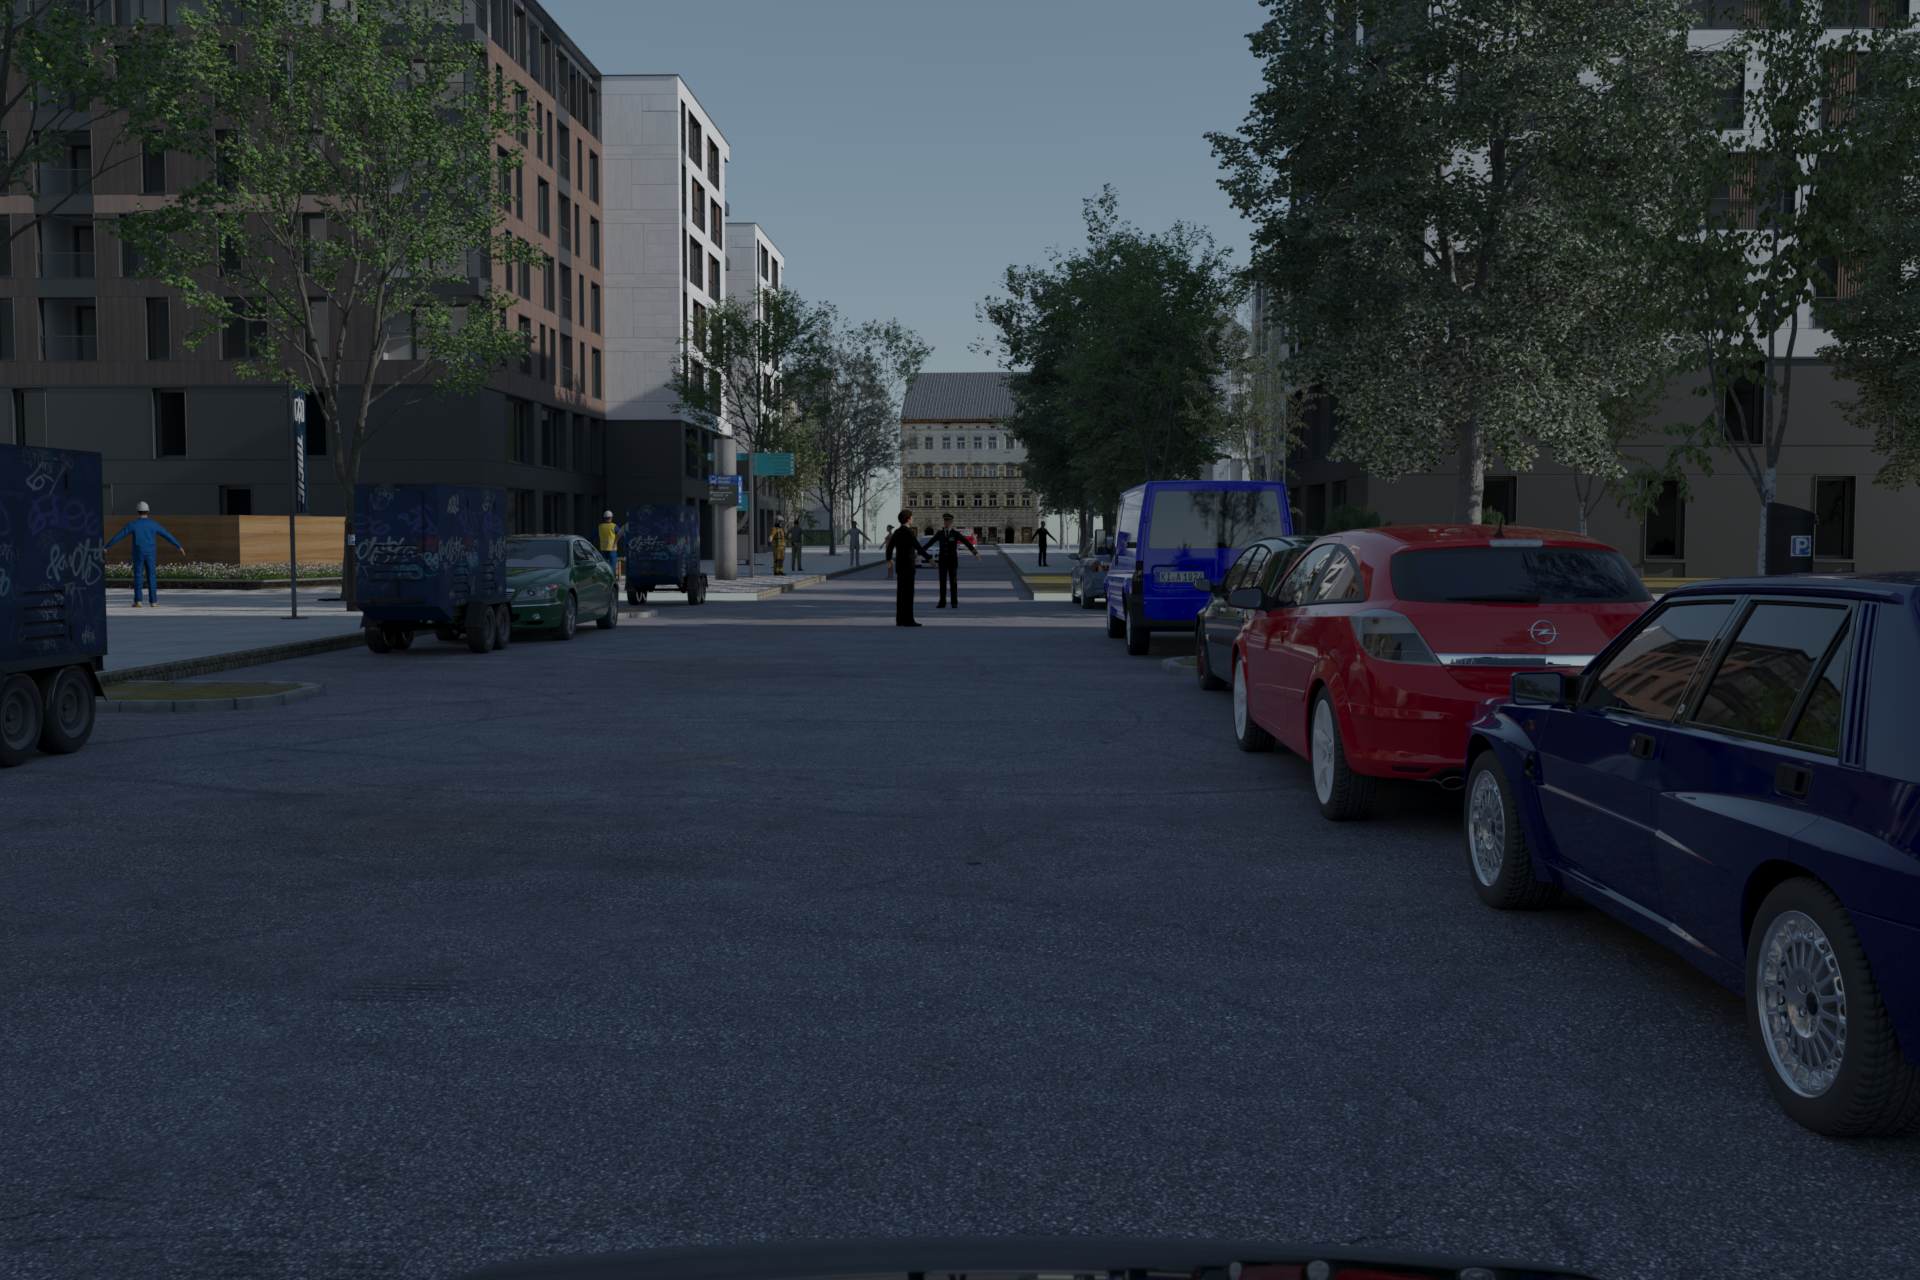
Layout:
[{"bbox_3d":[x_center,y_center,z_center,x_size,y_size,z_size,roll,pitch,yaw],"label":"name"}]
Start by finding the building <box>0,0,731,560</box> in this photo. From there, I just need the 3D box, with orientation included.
[{"bbox_3d":[-26.474,-14.166,75.589,27.936,21.610,32.646,0,4,2],"label":"building"}]

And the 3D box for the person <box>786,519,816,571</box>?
[{"bbox_3d":[-5.690,-3.308,60.356,1.348,1.796,0.705,1,4,15],"label":"person"}]

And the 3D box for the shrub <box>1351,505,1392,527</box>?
[{"bbox_3d":[10.227,-2.441,43.948,1.661,2.075,1.752,0,3,0],"label":"shrub"}]

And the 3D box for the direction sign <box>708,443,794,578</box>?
[{"bbox_3d":[-6.126,-3.830,51.375,2.525,3.948,1.411,0,3,0],"label":"direction sign"}]

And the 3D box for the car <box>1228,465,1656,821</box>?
[{"bbox_3d":[2.716,-0.067,10.134,2.155,1.783,4.494,0,4,1],"label":"car"}]

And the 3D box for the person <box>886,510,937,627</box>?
[{"bbox_3d":[-0.817,-1.116,26.882,0.705,1.806,1.347,-2,4,-35],"label":"person"}]

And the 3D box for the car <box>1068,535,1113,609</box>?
[{"bbox_3d":[3.194,-1.374,34.471,2.014,1.417,4.499,0,4,0],"label":"car"}]

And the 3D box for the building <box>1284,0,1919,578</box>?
[{"bbox_3d":[26.049,-13.583,66.064,27.936,21.610,32.646,0,4,1],"label":"building"}]

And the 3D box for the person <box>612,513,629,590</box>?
[{"bbox_3d":[-7.433,-2.051,39.386,1.347,1.847,0.705,2,4,30],"label":"person"}]

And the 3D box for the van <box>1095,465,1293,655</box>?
[{"bbox_3d":[2.940,-1.085,22.127,2.240,2.365,5.245,0,4,0],"label":"van"}]

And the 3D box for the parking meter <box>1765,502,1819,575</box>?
[{"bbox_3d":[6.612,-0.330,13.807,0.372,1.533,0.369,0,3,0],"label":"parking meter"}]

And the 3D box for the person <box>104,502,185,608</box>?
[{"bbox_3d":[-14.289,-1.495,30.318,1.347,1.842,0.705,-2,4,-32],"label":"person"}]

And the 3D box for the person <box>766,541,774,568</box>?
[{"bbox_3d":[-6.988,-3.426,65.287,0.599,1.433,0.991,2,4,30],"label":"person"}]

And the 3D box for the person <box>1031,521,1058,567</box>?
[{"bbox_3d":[3.284,-3.797,68.313,1.346,1.802,0.704,-3,4,-38],"label":"person"}]

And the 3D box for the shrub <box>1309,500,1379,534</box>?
[{"bbox_3d":[8.945,-2.211,40.194,1.661,2.075,1.752,0,3,0],"label":"shrub"}]

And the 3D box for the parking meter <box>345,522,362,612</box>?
[{"bbox_3d":[-9.999,-1.243,28.731,0.372,1.533,0.369,0,3,0],"label":"parking meter"}]

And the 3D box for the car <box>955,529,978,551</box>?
[{"bbox_3d":[0.190,-7.263,127.423,2.281,1.827,5.304,0,4,0],"label":"car"}]

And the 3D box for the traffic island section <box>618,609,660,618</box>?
[{"bbox_3d":[-6.339,-0.454,30.297,1.991,0.108,1.994,0,4,1],"label":"traffic island section"}]

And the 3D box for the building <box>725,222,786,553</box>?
[{"bbox_3d":[-27.357,-16.402,112.146,27.936,21.610,32.646,0,4,2],"label":"building"}]

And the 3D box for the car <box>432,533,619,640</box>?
[{"bbox_3d":[-6.142,-0.798,24.845,2.131,1.459,4.920,0,4,0],"label":"car"}]

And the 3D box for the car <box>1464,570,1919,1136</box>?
[{"bbox_3d":[2.869,0.435,5.465,1.945,1.354,3.894,0,3,0],"label":"car"}]

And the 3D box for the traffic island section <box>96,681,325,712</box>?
[{"bbox_3d":[-6.639,0.486,14.921,1.991,0.108,1.994,0,4,1],"label":"traffic island section"}]

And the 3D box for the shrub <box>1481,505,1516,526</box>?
[{"bbox_3d":[14.382,-2.643,47.262,1.661,2.075,1.752,0,3,0],"label":"shrub"}]

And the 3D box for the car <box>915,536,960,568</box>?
[{"bbox_3d":[-1.027,-3.755,73.760,2.083,1.381,4.827,0,4,1],"label":"car"}]

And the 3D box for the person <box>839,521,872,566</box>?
[{"bbox_3d":[-4.180,-3.834,68.874,1.347,1.806,0.705,-1,4,-16],"label":"person"}]

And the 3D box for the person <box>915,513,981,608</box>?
[{"bbox_3d":[-0.238,-1.533,33.465,1.347,1.837,0.705,1,4,14],"label":"person"}]

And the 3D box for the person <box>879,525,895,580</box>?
[{"bbox_3d":[-2.304,-2.782,54.739,0.721,1.733,1.217,-1,4,-22],"label":"person"}]

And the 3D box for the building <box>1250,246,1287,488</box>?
[{"bbox_3d":[27.316,-14.205,98.702,16.747,18.905,31.486,0,4,1],"label":"building"}]

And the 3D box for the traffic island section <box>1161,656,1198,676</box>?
[{"bbox_3d":[3.150,0.284,18.217,1.991,0.108,1.994,0,4,1],"label":"traffic island section"}]

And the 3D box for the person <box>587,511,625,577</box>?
[{"bbox_3d":[-8.401,-2.170,41.449,1.349,1.833,0.705,0,4,7],"label":"person"}]

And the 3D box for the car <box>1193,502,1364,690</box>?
[{"bbox_3d":[3.051,-0.300,14.685,2.009,1.686,4.222,0,4,0],"label":"car"}]

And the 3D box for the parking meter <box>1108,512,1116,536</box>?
[{"bbox_3d":[4.048,-2.404,45.021,0.399,1.863,0.255,0,4,0],"label":"parking meter"}]

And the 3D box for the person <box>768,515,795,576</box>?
[{"bbox_3d":[-5.552,-2.905,53.271,0.705,1.858,1.354,2,4,28],"label":"person"}]

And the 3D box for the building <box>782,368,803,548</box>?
[{"bbox_3d":[-25.423,-20.601,167.752,19.493,23.208,18.063,0,3,0],"label":"building"}]

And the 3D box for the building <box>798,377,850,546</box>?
[{"bbox_3d":[-22.431,-20.684,204.641,16.747,18.905,31.486,0,3,0],"label":"building"}]
